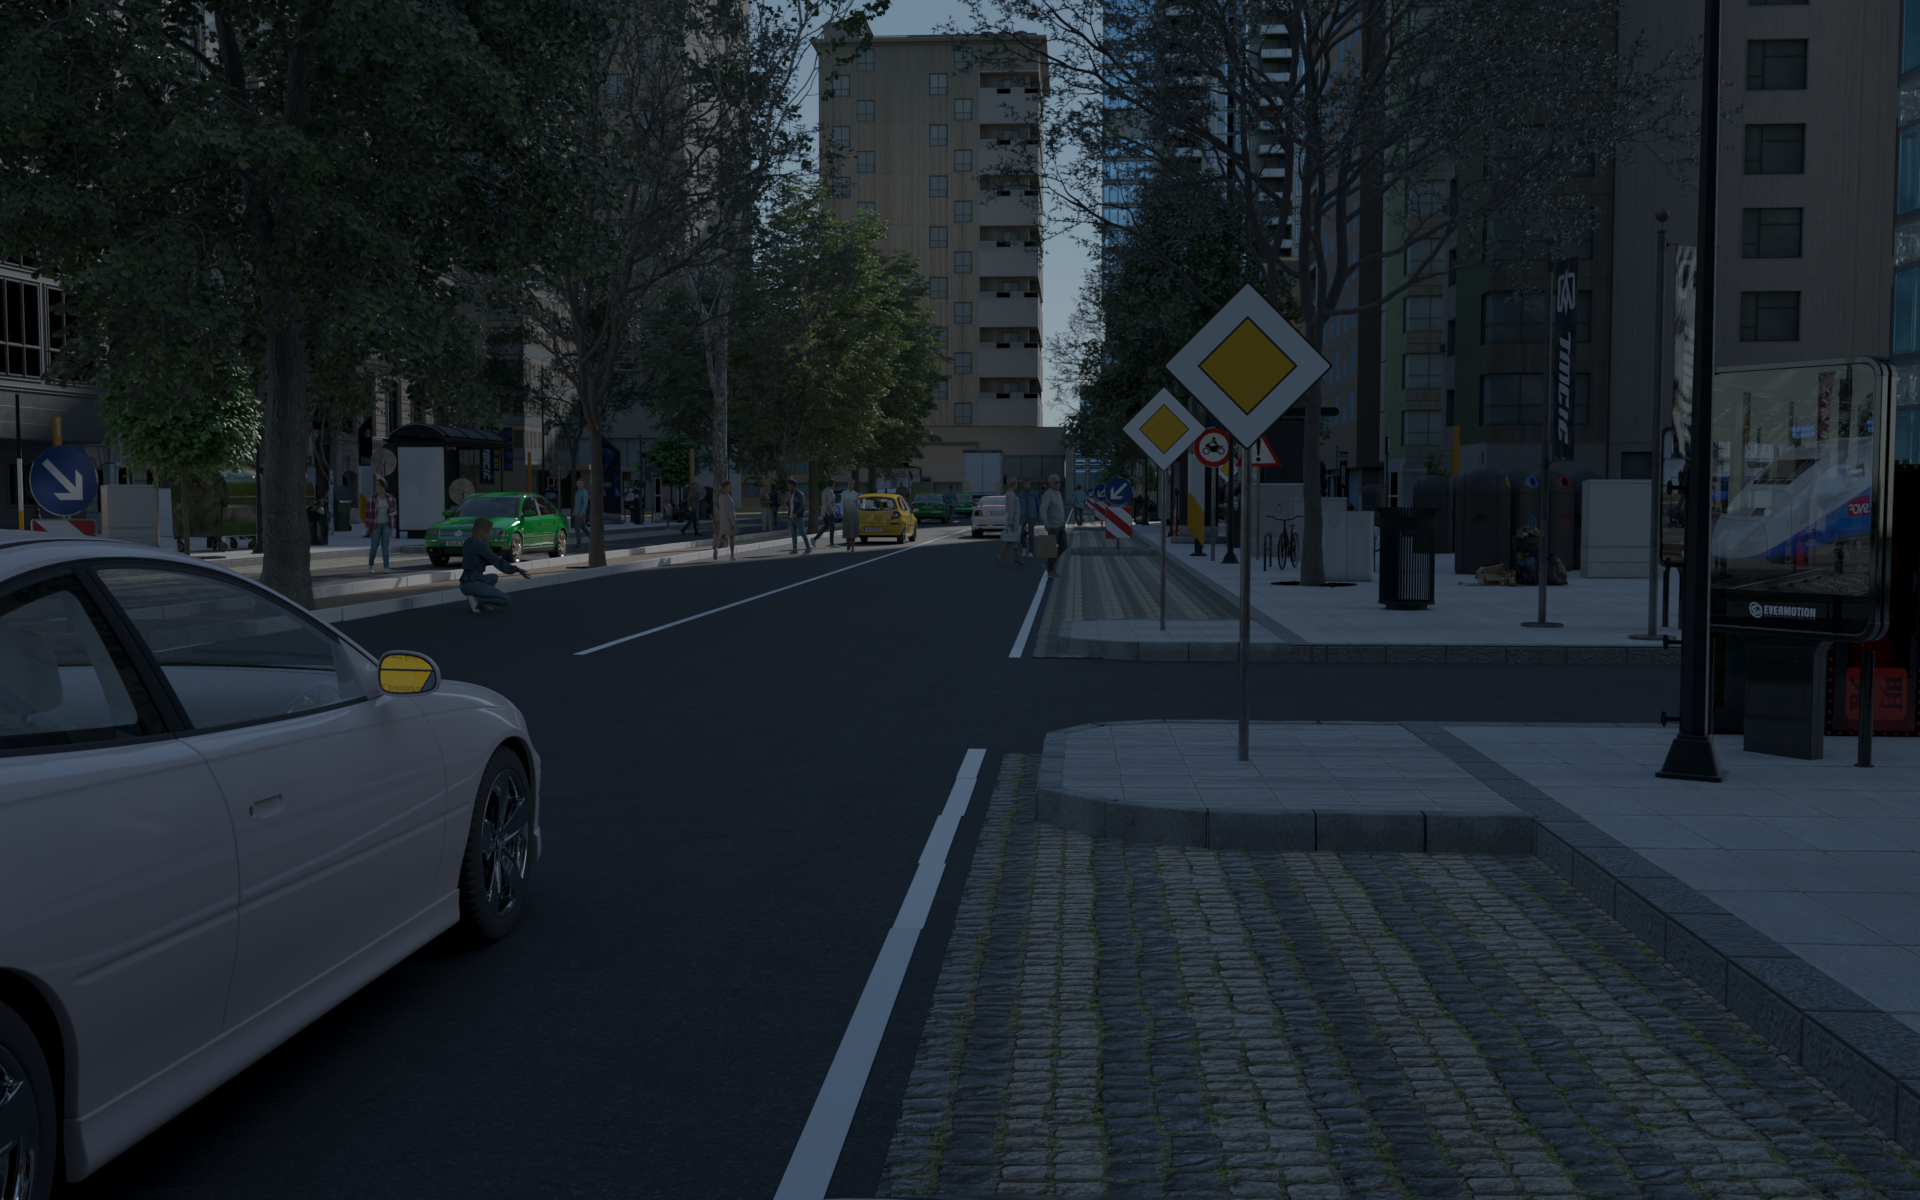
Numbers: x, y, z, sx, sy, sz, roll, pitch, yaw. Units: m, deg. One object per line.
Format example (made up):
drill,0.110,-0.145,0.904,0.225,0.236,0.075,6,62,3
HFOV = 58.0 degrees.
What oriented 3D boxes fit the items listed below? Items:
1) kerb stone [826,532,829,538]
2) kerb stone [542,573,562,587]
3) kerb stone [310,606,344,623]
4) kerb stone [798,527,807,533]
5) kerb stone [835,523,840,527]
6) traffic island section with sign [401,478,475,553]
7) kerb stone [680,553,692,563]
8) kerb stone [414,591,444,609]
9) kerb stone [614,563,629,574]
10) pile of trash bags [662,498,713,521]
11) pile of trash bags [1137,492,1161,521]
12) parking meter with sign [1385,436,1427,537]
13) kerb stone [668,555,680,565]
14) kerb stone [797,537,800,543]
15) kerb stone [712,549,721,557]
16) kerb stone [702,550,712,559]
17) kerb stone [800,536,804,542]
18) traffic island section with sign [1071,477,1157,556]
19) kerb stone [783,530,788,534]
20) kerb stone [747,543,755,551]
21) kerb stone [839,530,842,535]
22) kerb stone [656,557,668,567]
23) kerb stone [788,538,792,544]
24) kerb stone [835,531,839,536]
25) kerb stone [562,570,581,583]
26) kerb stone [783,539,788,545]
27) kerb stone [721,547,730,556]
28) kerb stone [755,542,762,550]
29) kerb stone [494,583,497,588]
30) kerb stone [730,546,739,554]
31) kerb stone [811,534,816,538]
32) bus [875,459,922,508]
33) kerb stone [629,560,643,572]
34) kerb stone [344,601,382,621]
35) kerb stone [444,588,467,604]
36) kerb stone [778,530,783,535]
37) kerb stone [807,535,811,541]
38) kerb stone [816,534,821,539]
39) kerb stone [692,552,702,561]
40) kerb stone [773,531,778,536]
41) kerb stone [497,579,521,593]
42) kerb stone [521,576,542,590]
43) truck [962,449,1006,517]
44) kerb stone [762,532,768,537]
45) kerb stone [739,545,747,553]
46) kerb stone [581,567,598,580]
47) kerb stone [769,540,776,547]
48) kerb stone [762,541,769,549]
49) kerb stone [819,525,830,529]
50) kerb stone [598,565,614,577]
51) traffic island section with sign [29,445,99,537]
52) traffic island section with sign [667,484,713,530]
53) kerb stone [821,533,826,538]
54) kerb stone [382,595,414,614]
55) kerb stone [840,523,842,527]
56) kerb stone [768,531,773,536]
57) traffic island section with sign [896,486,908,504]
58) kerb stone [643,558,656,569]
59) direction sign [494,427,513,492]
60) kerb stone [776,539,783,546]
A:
kerb stone,-4.472,-2.115,56.843,0.120,0.150,1.000,0,4,4
kerb stone,-6.495,-0.305,27.181,0.120,0.150,1.000,0,4,4
kerb stone,-7.059,0.195,19.004,0.120,0.150,1.000,0,4,4
kerb stone,-6.010,-2.629,65.187,0.120,0.150,1.000,0,4,4
kerb stone,-5.377,-3.193,74.394,0.120,0.150,1.000,0,4,4
traffic island section with sign,-12.377,-2.071,42.496,1.989,1.847,2.006,0,4,4
kerb stone,-5.864,-0.868,36.391,0.120,0.150,1.000,0,4,4
kerb stone,-6.846,0.008,22.071,0.120,0.150,1.000,0,4,4
kerb stone,-6.217,-0.555,31.277,0.120,0.150,1.000,0,4,4
pile of trash bags,-12.902,-4.608,85.101,1.912,1.369,3.447,3,4,38
pile of trash bags,9.441,-4.474,82.907,1.912,1.369,3.447,-2,4,-24
parking meter with sign,13.717,-3.423,52.227,1.738,3.016,0.543,1,4,18
kerb stone,-5.938,-0.806,35.368,0.120,0.150,1.000,0,4,4
kerb stone,-4.889,-1.743,50.700,0.120,0.150,1.000,0,4,4
kerb stone,-5.658,-1.056,39.459,0.120,0.150,1.000,0,4,4
kerb stone,-5.726,-0.993,38.437,0.120,0.150,1.000,0,4,4
kerb stone,-4.823,-1.802,51.736,0.120,0.150,1.000,0,4,4
traffic island section with sign,3.615,-1.972,40.863,1.989,1.847,2.006,0,4,4
kerb stone,-6.290,-2.378,61.103,0.120,0.150,1.000,0,4,4
kerb stone,-5.384,-1.304,43.551,0.120,0.150,1.000,0,4,4
kerb stone,-4.257,-2.306,59.930,0.120,0.150,1.000,0,4,4
kerb stone,-6.013,-0.743,34.340,0.120,0.150,1.000,0,4,4
kerb stone,-4.963,-1.676,49.671,0.120,0.150,1.000,0,4,4
kerb stone,-4.341,-2.237,58.895,0.120,0.150,1.000,0,4,4
kerb stone,-6.424,-0.368,28.204,0.120,0.150,1.000,0,4,4
kerb stone,-5.033,-1.614,48.651,0.120,0.150,1.000,0,4,4
kerb stone,-5.594,-1.114,40.479,0.120,0.150,1.000,0,4,4
kerb stone,-5.315,-1.367,44.570,0.120,0.150,1.000,0,4,4
kerb stone,-6.712,-0.116,24.116,0.120,0.150,1.000,0,4,4
kerb stone,-5.519,-1.181,41.500,0.120,0.150,1.000,0,4,4
kerb stone,-4.681,-1.932,53.775,0.120,0.150,1.000,0,4,4
bus,-4.288,-7.876,120.318,2.896,3.916,12.252,0,4,3
kerb stone,-6.149,-0.618,32.300,0.120,0.150,1.000,0,4,4
kerb stone,-6.977,0.133,20.024,0.120,0.150,1.000,0,4,4
kerb stone,-6.774,-0.055,23.096,0.120,0.150,1.000,0,4,4
kerb stone,-6.360,-2.315,60.083,0.120,0.150,1.000,0,4,4
kerb stone,-4.754,-1.869,52.756,0.120,0.150,1.000,0,4,4
kerb stone,-4.615,-1.994,54.796,0.120,0.150,1.000,0,4,4
kerb stone,-5.801,-0.931,37.412,0.120,0.150,1.000,0,4,4
kerb stone,-6.422,-2.255,59.062,0.120,0.150,1.000,0,4,4
kerb stone,-6.633,-0.179,25.140,0.120,0.150,1.000,0,4,4
kerb stone,-6.568,-0.240,26.162,0.120,0.150,1.000,0,4,4
truck,1.591,-7.631,113.686,2.839,4.237,11.283,0,4,2
kerb stone,-6.564,-2.130,57.013,0.120,0.150,1.000,0,4,4
kerb stone,-5.443,-1.244,42.527,0.120,0.150,1.000,0,4,4
kerb stone,-6.354,-0.430,29.232,0.120,0.150,1.000,0,4,4
kerb stone,-5.169,-1.489,46.611,0.120,0.150,1.000,0,4,4
kerb stone,-5.236,-1.431,45.590,0.120,0.150,1.000,0,4,4
kerb stone,-5.590,-3.003,71.316,0.120,0.150,1.000,0,4,4
kerb stone,-6.289,-0.493,30.257,0.120,0.150,1.000,0,4,4
traffic island section with sign,-8.248,-0.522,16.674,2.006,1.907,1.989,0,4,4
traffic island section with sign,-10.548,-3.716,69.389,1.989,1.847,2.006,0,4,4
kerb stone,-4.548,-2.055,55.816,0.120,0.150,1.000,0,4,4
kerb stone,-6.918,0.074,21.051,0.120,0.150,1.000,0,4,4
kerb stone,-5.310,-3.253,75.414,0.120,0.150,1.000,0,4,4
kerb stone,-6.496,-2.192,58.034,0.120,0.150,1.000,0,4,4
traffic island section with sign,-3.142,-5.107,91.639,2.006,1.907,1.989,0,4,4
kerb stone,-6.080,-0.680,33.320,0.120,0.150,1.000,0,4,4
direction sign,-15.506,-4.074,58.603,0.379,3.537,0.876,3,5,42
kerb stone,-5.094,-1.556,47.630,0.120,0.150,1.000,0,4,4
